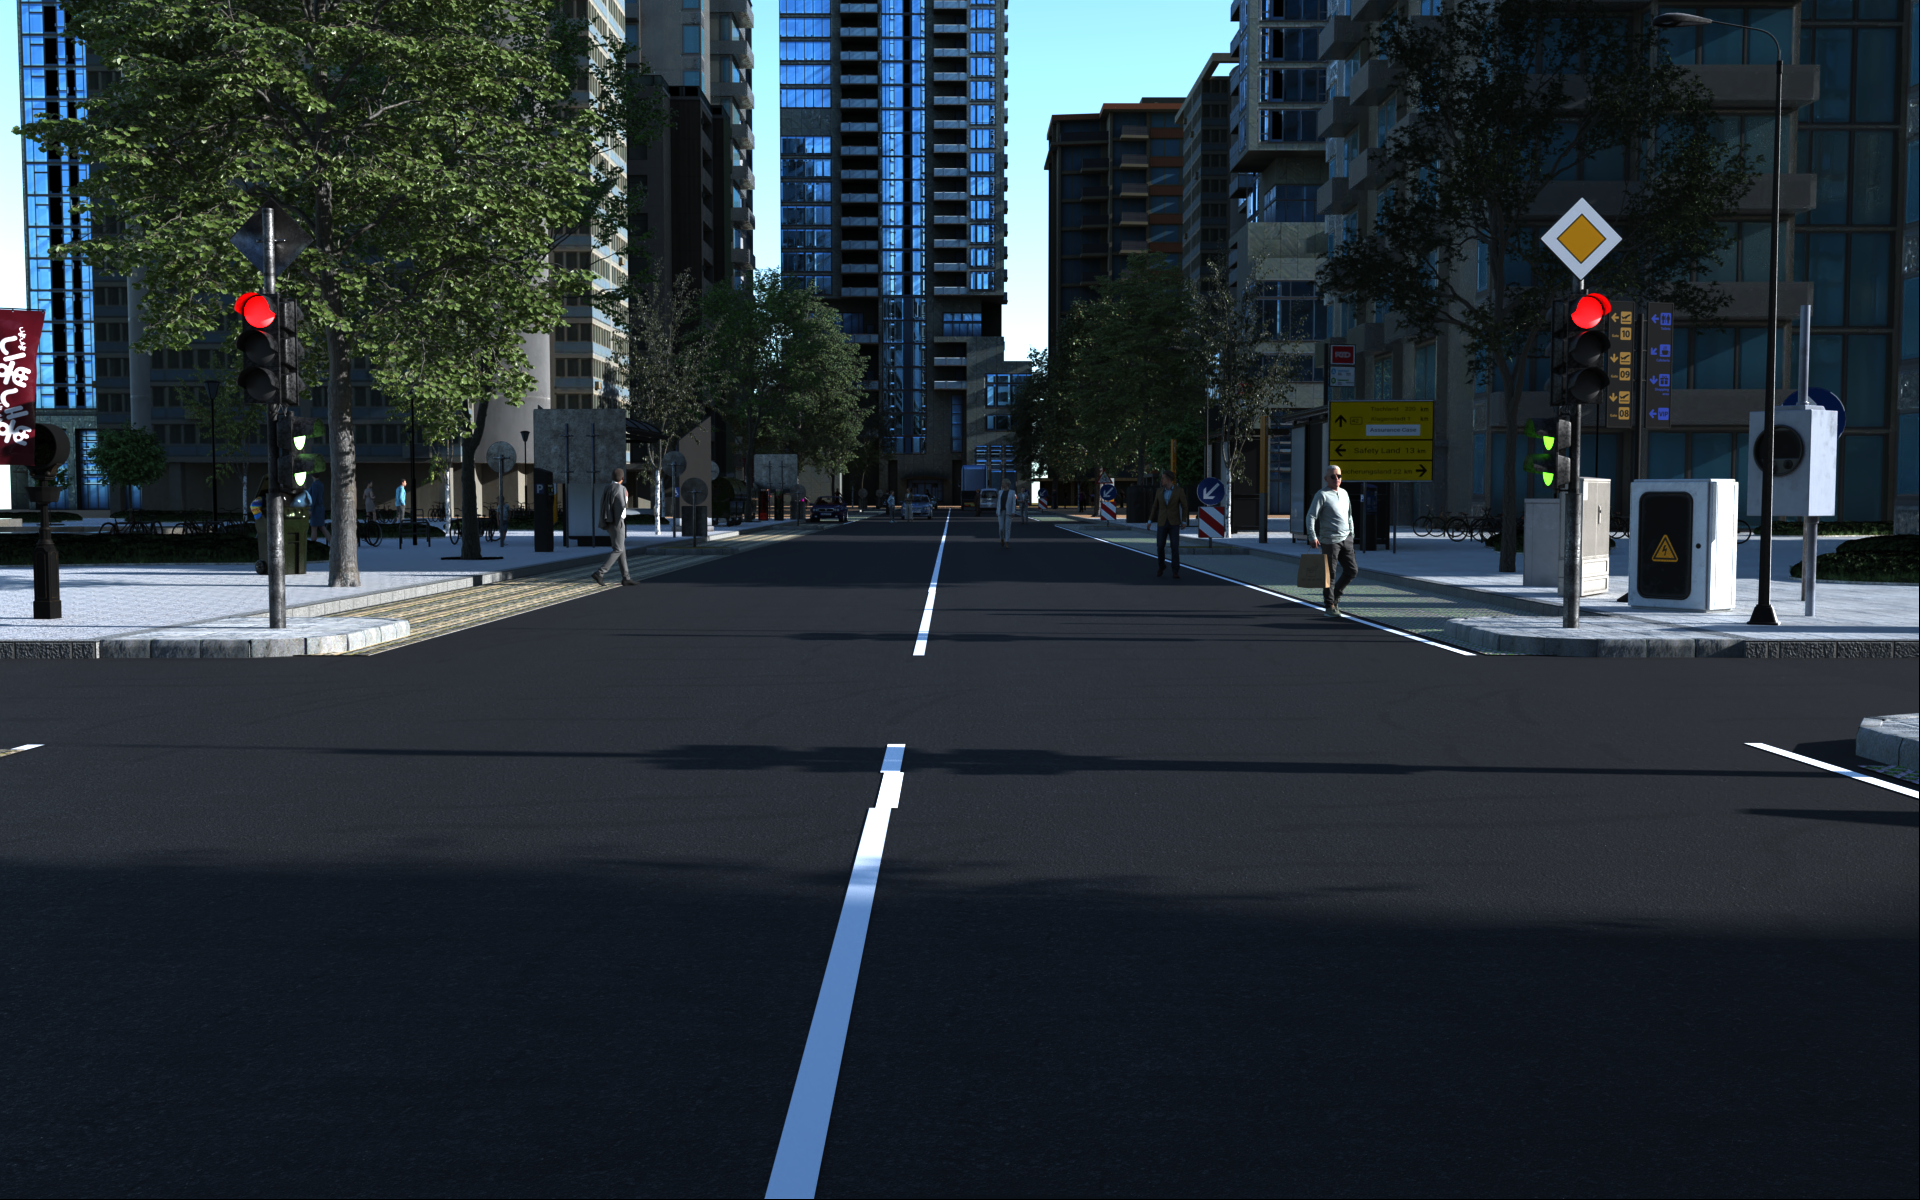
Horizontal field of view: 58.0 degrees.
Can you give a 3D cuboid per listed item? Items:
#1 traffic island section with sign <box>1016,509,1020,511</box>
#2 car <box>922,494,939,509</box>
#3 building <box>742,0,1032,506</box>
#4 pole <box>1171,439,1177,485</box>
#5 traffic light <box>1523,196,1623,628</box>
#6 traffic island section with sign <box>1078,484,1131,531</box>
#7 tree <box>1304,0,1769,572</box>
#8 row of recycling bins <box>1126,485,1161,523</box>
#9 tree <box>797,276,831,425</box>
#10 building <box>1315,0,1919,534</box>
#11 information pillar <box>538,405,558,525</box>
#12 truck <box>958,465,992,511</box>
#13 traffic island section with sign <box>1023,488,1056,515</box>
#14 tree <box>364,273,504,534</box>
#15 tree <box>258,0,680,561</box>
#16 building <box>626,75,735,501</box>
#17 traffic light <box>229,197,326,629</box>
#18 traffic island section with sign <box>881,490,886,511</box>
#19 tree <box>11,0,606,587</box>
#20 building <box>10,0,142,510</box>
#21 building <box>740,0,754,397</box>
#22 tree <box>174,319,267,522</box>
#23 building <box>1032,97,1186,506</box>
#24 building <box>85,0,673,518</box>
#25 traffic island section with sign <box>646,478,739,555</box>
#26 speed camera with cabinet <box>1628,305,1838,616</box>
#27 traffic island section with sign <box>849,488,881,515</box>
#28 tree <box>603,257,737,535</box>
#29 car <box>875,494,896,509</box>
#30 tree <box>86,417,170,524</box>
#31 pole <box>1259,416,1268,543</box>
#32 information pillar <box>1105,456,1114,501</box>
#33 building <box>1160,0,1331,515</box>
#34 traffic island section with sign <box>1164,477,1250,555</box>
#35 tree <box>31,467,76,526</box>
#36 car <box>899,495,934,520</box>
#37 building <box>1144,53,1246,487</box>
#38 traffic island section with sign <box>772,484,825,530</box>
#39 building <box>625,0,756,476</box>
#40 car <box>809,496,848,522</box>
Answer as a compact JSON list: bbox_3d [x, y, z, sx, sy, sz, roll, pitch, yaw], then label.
[{"bbox_3d":[5.407,-8.396,145.901,1.989,1.847,2.006,0,4,0],"label":"traffic island section with sign"},{"bbox_3d":[-3.040,-9.286,163.627,2.131,1.459,4.920,0,4,-2],"label":"car"},{"bbox_3d":[-7.823,-53.831,192.811,31.000,86.520,22.319,0,4,0],"label":"building"},{"bbox_3d":[7.930,-4.313,64.365,0.158,3.312,0.155,0,3,0],"label":"pole"},{"bbox_3d":[5.849,-1.688,16.521,0.839,4.253,0.868,0,4,0],"label":"traffic light"},{"bbox_3d":[5.687,-3.661,68.484,1.989,1.847,2.006,0,4,0],"label":"traffic island section with sign"},{"bbox_3d":[9.320,-5.744,28.328,7.601,10.594,8.767,-2,4,-29],"label":"tree"},{"bbox_3d":[8.395,-4.350,78.238,1.069,1.692,3.534,2,4,23],"label":"row of recycling bins"},{"bbox_3d":[-9.509,-9.334,78.363,9.928,11.665,9.643,0,3,0],"label":"tree"},{"bbox_3d":[27.416,-27.582,70.572,23.786,49.044,30.456,0,4,0],"label":"building"},{"bbox_3d":[-10.840,-3.312,45.502,0.504,3.616,0.183,0,4,5],"label":"information pillar"},{"bbox_3d":[1.390,-10.060,154.239,2.967,4.110,18.799,0,4,-1],"label":"truck"},{"bbox_3d":[5.505,-6.713,118.393,1.989,1.847,2.006,0,4,0],"label":"traffic island section with sign"},{"bbox_3d":[-16.812,-6.447,55.775,4.737,8.622,4.395,0,3,0],"label":"tree"},{"bbox_3d":[-9.515,-6.607,33.784,9.928,11.665,9.643,0,3,0],"label":"tree"},{"bbox_3d":[-24.002,-21.490,123.069,14.160,30.474,14.107,0,4,0],"label":"building"},{"bbox_3d":[-6.512,-1.684,16.458,0.839,4.253,0.868,0,4,0],"label":"traffic light"},{"bbox_3d":[-6.720,-8.413,146.184,1.989,1.847,2.006,0,4,0],"label":"traffic island section with sign"},{"bbox_3d":[-8.986,-6.466,23.847,7.486,12.596,7.792,0,3,0],"label":"tree"},{"bbox_3d":[-63.911,-50.981,146.202,31.000,86.520,22.319,0,4,0],"label":"building"},{"bbox_3d":[-37.426,-39.800,192.722,28.212,58.520,21.231,0,4,0],"label":"building"},{"bbox_3d":[-29.437,-7.355,70.614,4.737,8.622,4.395,0,3,0],"label":"tree"},{"bbox_3d":[22.531,-33.000,194.173,28.867,44.769,22.147,0,4,0],"label":"building"},{"bbox_3d":[-33.196,-25.150,103.091,32.217,40.220,23.993,0,4,0],"label":"building"},{"bbox_3d":[-6.322,-1.992,41.197,1.989,1.847,2.006,0,4,0],"label":"traffic island section with sign"},{"bbox_3d":[8.297,-1.489,18.676,0.660,3.252,2.038,-3,4,-36],"label":"speed camera with cabinet"},{"bbox_3d":[-6.620,-6.761,119.163,1.989,1.847,2.006,0,4,0],"label":"traffic island section with sign"},{"bbox_3d":[-9.442,-6.394,54.909,4.360,8.622,3.978,0,3,0],"label":"tree"},{"bbox_3d":[-6.991,-9.342,162.523,2.009,1.686,4.222,0,4,-1],"label":"car"},{"bbox_3d":[-35.668,-5.545,74.367,4.285,4.588,4.351,0,3,0],"label":"tree"},{"bbox_3d":[7.918,-3.138,45.142,0.158,3.312,0.155,0,3,0],"label":"pole"},{"bbox_3d":[7.736,-6.020,89.778,0.504,3.616,0.183,-1,4,-12],"label":"information pillar"},{"bbox_3d":[26.962,-49.276,118.342,22.319,86.520,31.000,0,4,0],"label":"building"},{"bbox_3d":[5.799,-2.012,41.529,1.989,1.847,2.006,0,4,0],"label":"traffic island section with sign"},{"bbox_3d":[-37.328,-4.660,70.787,1.663,3.219,1.824,0,3,0],"label":"tree"},{"bbox_3d":[-2.451,-5.327,99.096,2.014,1.417,4.499,0,3,0],"label":"car"},{"bbox_3d":[31.993,-27.870,147.562,32.217,40.220,23.993,0,4,0],"label":"building"},{"bbox_3d":[-6.422,-3.697,69.072,1.989,1.847,2.006,0,4,0],"label":"traffic island section with sign"},{"bbox_3d":[-33.183,-32.270,147.219,30.456,49.044,23.786,0,4,0],"label":"building"},{"bbox_3d":[-6.752,-4.698,89.395,1.945,1.354,3.894,0,4,1],"label":"car"}]
